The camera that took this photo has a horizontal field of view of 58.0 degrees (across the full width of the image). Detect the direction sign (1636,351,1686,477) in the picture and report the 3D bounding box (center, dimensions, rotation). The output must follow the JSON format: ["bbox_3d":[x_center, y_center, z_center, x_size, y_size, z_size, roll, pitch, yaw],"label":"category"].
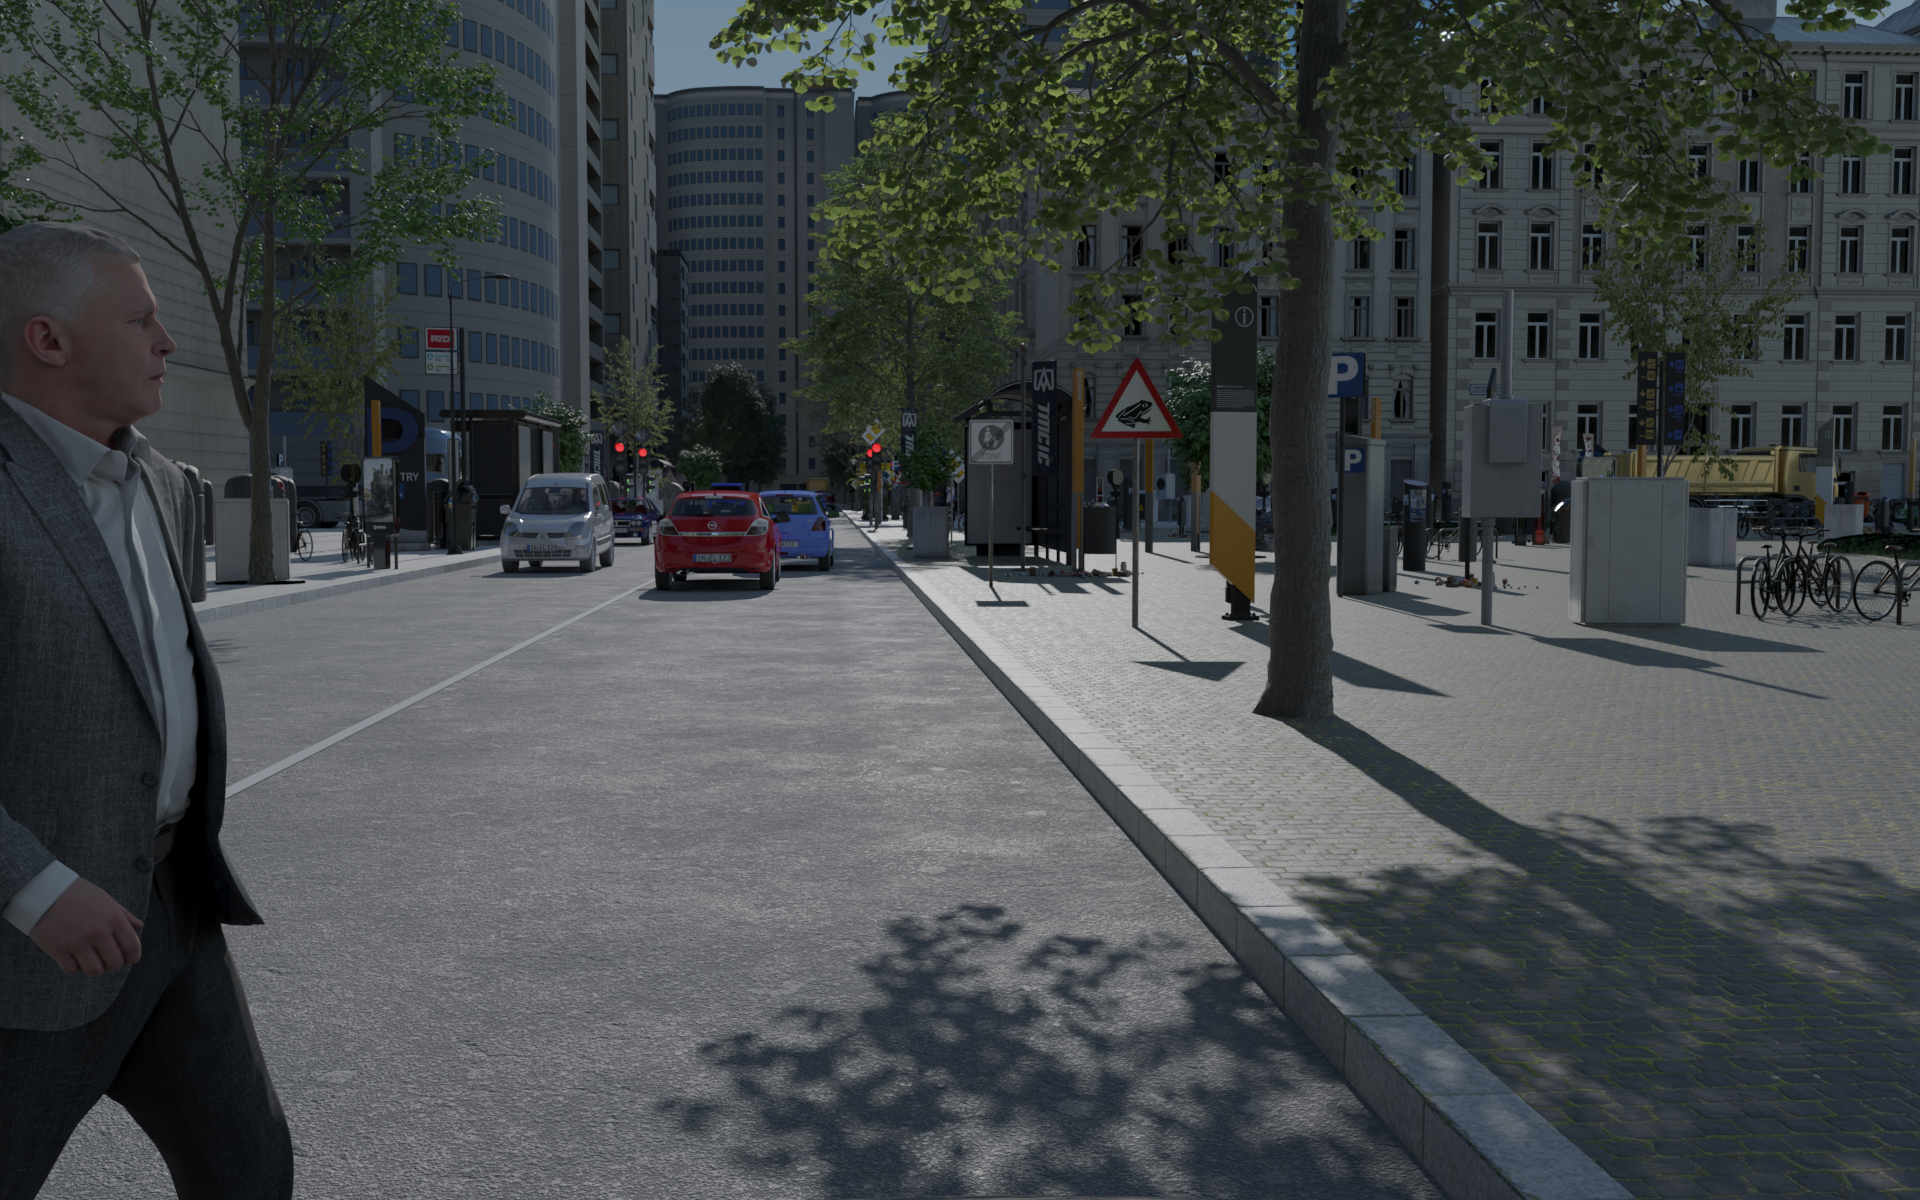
[{"bbox_3d":[11.177,-2.183,27.682,0.876,3.537,0.379,-1,4,-17],"label":"direction sign"}]

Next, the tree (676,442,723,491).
[{"bbox_3d":[-16.607,-7.754,110.497,4.285,4.588,4.351,0,3,0],"label":"tree"}]

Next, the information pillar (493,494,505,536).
[{"bbox_3d":[-13.658,-2.865,51.337,0.304,2.012,0.304,0,4,-4],"label":"information pillar"}]

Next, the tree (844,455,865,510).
[{"bbox_3d":[-7.877,-9.621,141.023,4.285,4.588,4.351,0,3,0],"label":"tree"}]

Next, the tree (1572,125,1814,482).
[{"bbox_3d":[14.185,-5.137,34.351,4.737,8.622,4.395,0,3,0],"label":"tree"}]

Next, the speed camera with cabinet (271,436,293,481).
[{"bbox_3d":[-23.790,-3.988,59.542,2.038,3.252,0.660,2,4,34],"label":"speed camera with cabinet"}]

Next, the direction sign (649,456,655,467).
[{"bbox_3d":[-18.581,-6.874,104.379,0.379,3.537,0.876,-2,4,-34],"label":"direction sign"}]

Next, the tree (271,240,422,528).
[{"bbox_3d":[-17.353,-6.022,48.829,4.737,8.622,4.395,0,3,0],"label":"tree"}]

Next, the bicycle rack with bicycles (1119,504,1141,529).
[{"bbox_3d":[5.162,-3.069,63.556,2.925,0.926,2.852,-3,5,-45],"label":"bicycle rack with bicycles"}]

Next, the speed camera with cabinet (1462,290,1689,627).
[{"bbox_3d":[6.019,-1.386,16.989,2.038,3.252,0.660,0,4,7],"label":"speed camera with cabinet"}]

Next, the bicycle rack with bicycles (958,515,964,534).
[{"bbox_3d":[1.555,-2.547,55.029,2.852,0.926,2.925,-2,4,-24],"label":"bicycle rack with bicycles"}]

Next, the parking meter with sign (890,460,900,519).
[{"bbox_3d":[-3.295,-5.627,88.264,0.543,3.016,1.738,0,4,-1],"label":"parking meter with sign"}]

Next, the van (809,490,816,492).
[{"bbox_3d":[-14.148,-9.943,169.584,2.013,2.044,4.112,0,4,-5],"label":"van"}]

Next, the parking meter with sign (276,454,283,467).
[{"bbox_3d":[-30.103,-4.794,74.647,1.738,3.016,0.543,0,4,0],"label":"parking meter with sign"}]

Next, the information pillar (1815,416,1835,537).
[{"bbox_3d":[26.069,-3.720,52.174,0.183,3.616,0.504,-3,5,-41],"label":"information pillar"}]

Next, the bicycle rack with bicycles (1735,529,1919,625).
[{"bbox_3d":[9.303,-0.293,18.178,2.925,0.926,2.852,-2,4,-29],"label":"bicycle rack with bicycles"}]

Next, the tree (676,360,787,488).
[{"bbox_3d":[-19.609,-14.117,147.821,9.611,12.733,9.660,0,3,0],"label":"tree"}]

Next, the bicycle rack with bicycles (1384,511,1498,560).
[{"bbox_3d":[9.261,-1.305,34.718,2.925,0.926,2.852,-2,4,-34],"label":"bicycle rack with bicycles"}]

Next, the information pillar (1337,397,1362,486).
[{"bbox_3d":[6.972,-2.410,30.757,0.183,3.616,0.504,-1,4,-20],"label":"information pillar"}]

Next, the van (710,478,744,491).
[{"bbox_3d":[-12.828,-5.565,95.377,2.240,2.365,5.245,0,4,-6],"label":"van"}]

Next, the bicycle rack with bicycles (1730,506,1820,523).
[{"bbox_3d":[22.980,-2.213,49.561,2.925,0.926,2.852,-1,4,-20],"label":"bicycle rack with bicycles"}]

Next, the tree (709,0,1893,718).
[{"bbox_3d":[2.387,-5.611,9.867,7.486,12.596,7.792,0,3,0],"label":"tree"}]

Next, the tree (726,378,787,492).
[{"bbox_3d":[-23.635,-17.428,191.600,9.857,13.997,8.962,0,3,0],"label":"tree"}]

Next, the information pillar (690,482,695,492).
[{"bbox_3d":[-16.052,-6.066,103.674,0.304,2.012,0.304,-2,4,-34],"label":"information pillar"}]

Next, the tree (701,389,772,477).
[{"bbox_3d":[-22.005,-14.777,167.357,9.928,11.665,9.643,0,3,0],"label":"tree"}]

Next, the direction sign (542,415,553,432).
[{"bbox_3d":[-11.897,-3.532,49.744,0.379,3.537,0.876,1,4,13],"label":"direction sign"}]

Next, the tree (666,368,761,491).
[{"bbox_3d":[-18.109,-11.804,127.409,7.601,10.594,8.767,-1,4,-9],"label":"tree"}]

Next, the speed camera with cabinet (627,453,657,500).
[{"bbox_3d":[-15.455,-5.485,84.011,0.660,3.252,2.038,1,4,18],"label":"speed camera with cabinet"}]

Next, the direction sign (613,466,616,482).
[{"bbox_3d":[-28.296,-9.168,141.886,0.379,3.537,0.876,-2,4,-27],"label":"direction sign"}]

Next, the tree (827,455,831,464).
[{"bbox_3d":[-12.802,-15.052,196.455,4.360,8.622,3.978,0,3,0],"label":"tree"}]

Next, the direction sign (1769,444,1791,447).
[{"bbox_3d":[37.122,-5.304,78.721,0.876,3.537,0.379,-1,4,-12],"label":"direction sign"}]

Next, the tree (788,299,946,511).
[{"bbox_3d":[-5.344,-11.891,104.795,12.009,13.543,11.850,0,3,0],"label":"tree"}]

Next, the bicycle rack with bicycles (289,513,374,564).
[{"bbox_3d":[-11.860,-1.178,32.650,2.852,0.926,2.925,0,4,-4],"label":"bicycle rack with bicycles"}]

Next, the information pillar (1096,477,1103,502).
[{"bbox_3d":[6.115,-4.362,75.809,0.304,2.012,0.304,0,4,2],"label":"information pillar"}]

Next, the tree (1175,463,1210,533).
[{"bbox_3d":[7.903,-3.859,57.701,1.663,3.219,1.824,0,3,0],"label":"tree"}]

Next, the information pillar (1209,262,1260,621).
[{"bbox_3d":[2.783,-1.602,17.545,0.504,3.616,0.183,-1,4,-15],"label":"information pillar"}]

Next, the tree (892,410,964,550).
[{"bbox_3d":[-0.834,-2.777,40.000,1.663,3.219,1.824,0,3,0],"label":"tree"}]

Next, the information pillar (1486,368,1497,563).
[{"bbox_3d":[9.789,-2.484,31.972,0.183,3.616,0.504,2,4,28],"label":"information pillar"}]

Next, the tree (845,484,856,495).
[{"bbox_3d":[-13.554,-13.416,213.948,1.663,3.219,1.824,0,3,0],"label":"tree"}]

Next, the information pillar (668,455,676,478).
[{"bbox_3d":[-17.344,-6.912,104.365,0.183,3.616,0.504,3,5,45],"label":"information pillar"}]

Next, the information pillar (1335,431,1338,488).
[{"bbox_3d":[14.008,-4.459,64.257,0.183,3.616,0.504,0,4,-2],"label":"information pillar"}]

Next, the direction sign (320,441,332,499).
[{"bbox_3d":[-27.120,-5.027,74.194,0.379,3.537,0.876,1,4,10],"label":"direction sign"}]

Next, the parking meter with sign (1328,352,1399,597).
[{"bbox_3d":[5.165,-1.586,22.186,0.543,3.016,1.738,2,4,31],"label":"parking meter with sign"}]

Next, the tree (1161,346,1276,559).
[{"bbox_3d":[5.550,-3.130,34.897,4.285,4.588,4.351,0,3,0],"label":"tree"}]

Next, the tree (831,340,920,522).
[{"bbox_3d":[-3.665,-7.929,80.003,4.360,8.622,3.978,0,3,0],"label":"tree"}]

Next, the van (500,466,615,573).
[{"bbox_3d":[-7.623,-1.589,32.988,2.013,2.044,4.112,0,4,-4],"label":"van"}]

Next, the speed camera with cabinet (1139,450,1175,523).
[{"bbox_3d":[8.694,-5.081,77.403,0.660,3.252,2.038,-3,4,-38],"label":"speed camera with cabinet"}]
